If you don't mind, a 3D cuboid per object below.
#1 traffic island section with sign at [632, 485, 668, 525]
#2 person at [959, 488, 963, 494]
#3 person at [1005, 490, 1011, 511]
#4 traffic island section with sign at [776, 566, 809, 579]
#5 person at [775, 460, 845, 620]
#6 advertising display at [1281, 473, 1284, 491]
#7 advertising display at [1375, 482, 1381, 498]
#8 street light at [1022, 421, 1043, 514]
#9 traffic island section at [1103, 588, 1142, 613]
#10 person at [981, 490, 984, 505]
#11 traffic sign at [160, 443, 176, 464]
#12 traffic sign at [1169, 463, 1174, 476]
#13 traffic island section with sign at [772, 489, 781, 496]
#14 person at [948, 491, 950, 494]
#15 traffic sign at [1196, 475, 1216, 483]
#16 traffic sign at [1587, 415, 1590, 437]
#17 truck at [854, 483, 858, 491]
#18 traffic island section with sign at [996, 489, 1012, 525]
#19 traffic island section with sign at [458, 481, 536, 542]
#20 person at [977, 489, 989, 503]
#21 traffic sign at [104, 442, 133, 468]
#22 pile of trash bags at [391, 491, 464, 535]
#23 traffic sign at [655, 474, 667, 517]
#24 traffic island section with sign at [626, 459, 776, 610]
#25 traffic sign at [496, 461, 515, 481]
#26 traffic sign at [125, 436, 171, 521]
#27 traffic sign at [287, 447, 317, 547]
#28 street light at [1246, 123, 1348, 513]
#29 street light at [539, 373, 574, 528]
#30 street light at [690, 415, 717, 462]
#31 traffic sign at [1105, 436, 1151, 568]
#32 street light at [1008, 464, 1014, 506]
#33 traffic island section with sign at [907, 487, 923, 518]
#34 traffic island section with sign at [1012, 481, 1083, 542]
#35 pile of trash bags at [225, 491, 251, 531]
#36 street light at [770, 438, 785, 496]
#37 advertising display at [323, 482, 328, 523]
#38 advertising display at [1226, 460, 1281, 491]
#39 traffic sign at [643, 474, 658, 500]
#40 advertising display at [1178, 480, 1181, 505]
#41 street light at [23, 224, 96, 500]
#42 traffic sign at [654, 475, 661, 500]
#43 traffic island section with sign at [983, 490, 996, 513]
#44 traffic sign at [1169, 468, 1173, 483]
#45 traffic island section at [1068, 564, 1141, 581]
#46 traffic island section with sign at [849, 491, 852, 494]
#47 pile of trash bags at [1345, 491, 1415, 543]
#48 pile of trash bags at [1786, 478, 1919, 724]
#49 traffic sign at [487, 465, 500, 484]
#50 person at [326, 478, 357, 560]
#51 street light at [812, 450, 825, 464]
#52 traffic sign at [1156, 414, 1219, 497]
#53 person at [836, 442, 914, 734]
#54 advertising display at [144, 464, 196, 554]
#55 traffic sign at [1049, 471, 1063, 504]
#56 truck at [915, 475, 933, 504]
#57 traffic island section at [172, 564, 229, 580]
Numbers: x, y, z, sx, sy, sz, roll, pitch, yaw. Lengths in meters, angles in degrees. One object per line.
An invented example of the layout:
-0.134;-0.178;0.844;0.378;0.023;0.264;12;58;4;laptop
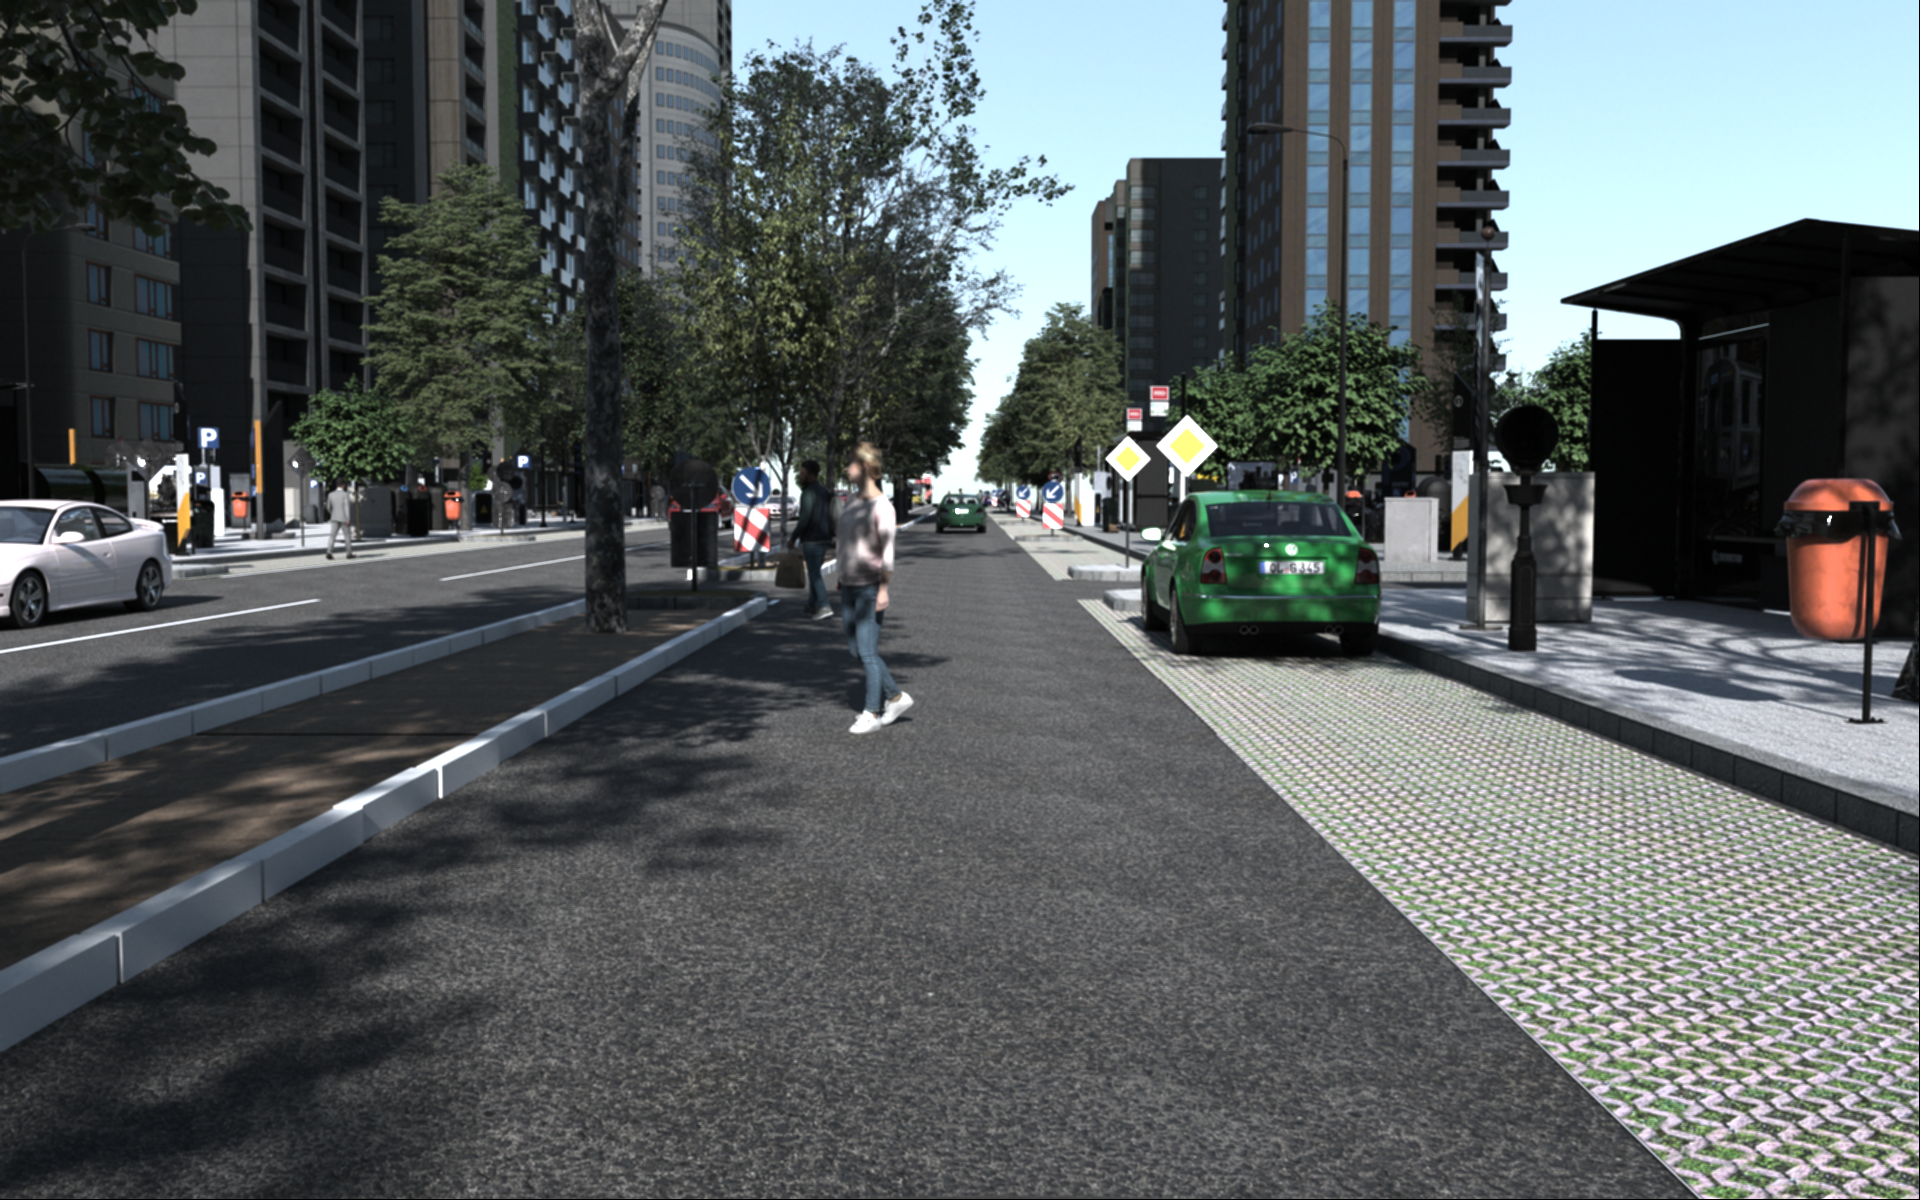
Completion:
-13.909;-4.336;79.519;1.989;1.847;2.006;0;4;0;traffic island section with sign
0.020;-5.743;102.735;0.374;1.781;0.599;1;4;15;person
3.597;-7.498;132.035;0.436;1.711;0.756;3;5;44;person
-3.482;-1.317;29.675;2.006;1.907;1.989;0;4;0;traffic island section with sign
-1.709;-0.691;19.787;0.713;1.824;0.794;3;5;42;person
9.680;-2.940;53.280;0.123;1.923;0.974;3;4;39;advertising display
22.767;-5.366;92.950;0.974;1.923;0.123;0;4;3;advertising display
4.640;-8.386;109.644;1.470;5.913;1.316;0;4;0;street light
2.889;0.017;22.006;2.009;0.180;2.903;0;4;0;traffic island section
2.176;-10.374;178.104;0.705;1.826;1.348;-2;4;-24;person
-19.720;-2.637;43.226;0.768;2.556;0.104;0;4;1;traffic sign
8.023;-4.151;67.978;0.768;2.556;0.104;0;4;1;traffic sign
-13.712;-7.391;129.470;1.989;1.847;2.006;0;4;0;traffic island section with sign
-1.233;-11.885;202.752;0.705;1.831;1.348;3;5;44;person
8.544;-3.696;54.302;2.265;3.308;0.079;0;4;6;traffic sign
8.664;-1.398;22.960;0.768;2.556;0.104;0;4;1;traffic sign
-10.366;-12.957;201.606;2.967;4.110;18.799;0;4;0;truck
2.782;-4.356;79.847;1.989;1.847;2.006;0;4;0;traffic island section with sign
-13.997;-2.687;52.564;1.989;1.847;2.006;0;4;0;traffic island section with sign
1.633;-8.023;139.765;1.350;1.814;0.705;0;4;-1;person
-20.425;-2.567;42.078;0.768;2.556;0.104;0;4;6;traffic sign
-17.407;-2.775;55.129;3.447;1.369;1.912;1;4;10;pile of trash bags
-16.384;-5.804;95.004;0.768;2.556;0.104;0;4;8;traffic sign
-3.519;-0.864;22.267;2.006;1.907;1.989;0;4;0;traffic island section with sign
-17.678;-4.116;67.395;0.768;2.556;0.104;0;4;8;traffic sign
-14.050;-1.612;29.995;0.795;2.450;0.064;0;4;0;traffic sign
-16.010;-2.505;42.143;0.795;2.450;0.064;1;4;9;traffic sign
4.291;-3.017;21.873;1.470;5.913;1.316;0;4;0;street light
-15.362;-5.713;65.950;1.470;5.913;1.316;0;4;0;street light
-15.243;-7.888;101.505;1.470;5.913;1.316;0;4;0;street light
2.894;-1.607;29.913;0.795;2.450;0.064;0;4;0;traffic sign
4.710;-10.603;145.894;1.470;5.913;1.316;0;4;0;street light
-3.219;-5.913;104.813;2.006;1.907;1.989;0;4;0;traffic island section with sign
2.677;-2.694;52.680;1.989;1.847;2.006;0;4;0;traffic island section with sign
-28.236;-3.468;66.453;3.447;1.369;1.912;-1;4;-9;pile of trash bags
-15.101;-10.411;142.755;1.470;5.913;1.316;0;4;0;street light
-28.710;-4.463;78.188;0.123;1.923;0.974;-3;4;-36;advertising display
5.487;-1.673;32.567;0.974;1.923;0.123;1;4;13;advertising display
-18.042;-6.184;101.115;0.884;2.594;0.081;0;4;3;traffic sign
9.956;-4.477;78.406;0.123;1.923;0.974;0;4;4;advertising display
-15.542;-3.509;29.921;1.470;5.913;1.316;0;4;0;street light
-17.871;-6.299;103.099;0.768;2.556;0.104;0;4;3;traffic sign
2.948;-7.419;129.930;1.989;1.847;2.006;0;4;0;traffic island section with sign
7.928;-3.959;66.862;0.606;2.300;0.079;1;4;8;traffic sign
2.918;-0.472;29.991;2.009;0.180;2.903;0;4;0;traffic island section
-13.426;-12.422;211.723;1.989;1.847;2.006;0;4;0;traffic island section with sign
11.143;-2.270;46.863;1.912;1.369;3.447;-1;4;-10;pile of trash bags
6.395;-0.031;10.260;3.447;1.369;1.912;-1;4;-14;pile of trash bags
-20.693;-4.711;77.125;0.768;2.556;0.104;0;4;4;traffic sign
-13.538;-1.774;37.785;0.678;1.792;0.850;1;4;15;person
-14.928;-12.604;178.619;1.470;5.913;1.316;0;4;0;street light
2.865;-1.118;21.928;0.795;2.450;0.064;0;4;0;traffic sign
-0.528;-0.083;10.534;0.598;1.740;0.731;-3;5;-43;person
-16.770;-1.930;36.772;0.974;1.923;0.123;-2;4;-25;advertising display
5.243;-5.810;95.098;0.768;2.556;0.104;0;4;3;traffic sign
-5.366;-16.268;254.888;2.839;4.237;11.283;0;4;0;truck
-14.073;-0.476;30.057;2.009;0.180;2.903;0;4;0;traffic island section
